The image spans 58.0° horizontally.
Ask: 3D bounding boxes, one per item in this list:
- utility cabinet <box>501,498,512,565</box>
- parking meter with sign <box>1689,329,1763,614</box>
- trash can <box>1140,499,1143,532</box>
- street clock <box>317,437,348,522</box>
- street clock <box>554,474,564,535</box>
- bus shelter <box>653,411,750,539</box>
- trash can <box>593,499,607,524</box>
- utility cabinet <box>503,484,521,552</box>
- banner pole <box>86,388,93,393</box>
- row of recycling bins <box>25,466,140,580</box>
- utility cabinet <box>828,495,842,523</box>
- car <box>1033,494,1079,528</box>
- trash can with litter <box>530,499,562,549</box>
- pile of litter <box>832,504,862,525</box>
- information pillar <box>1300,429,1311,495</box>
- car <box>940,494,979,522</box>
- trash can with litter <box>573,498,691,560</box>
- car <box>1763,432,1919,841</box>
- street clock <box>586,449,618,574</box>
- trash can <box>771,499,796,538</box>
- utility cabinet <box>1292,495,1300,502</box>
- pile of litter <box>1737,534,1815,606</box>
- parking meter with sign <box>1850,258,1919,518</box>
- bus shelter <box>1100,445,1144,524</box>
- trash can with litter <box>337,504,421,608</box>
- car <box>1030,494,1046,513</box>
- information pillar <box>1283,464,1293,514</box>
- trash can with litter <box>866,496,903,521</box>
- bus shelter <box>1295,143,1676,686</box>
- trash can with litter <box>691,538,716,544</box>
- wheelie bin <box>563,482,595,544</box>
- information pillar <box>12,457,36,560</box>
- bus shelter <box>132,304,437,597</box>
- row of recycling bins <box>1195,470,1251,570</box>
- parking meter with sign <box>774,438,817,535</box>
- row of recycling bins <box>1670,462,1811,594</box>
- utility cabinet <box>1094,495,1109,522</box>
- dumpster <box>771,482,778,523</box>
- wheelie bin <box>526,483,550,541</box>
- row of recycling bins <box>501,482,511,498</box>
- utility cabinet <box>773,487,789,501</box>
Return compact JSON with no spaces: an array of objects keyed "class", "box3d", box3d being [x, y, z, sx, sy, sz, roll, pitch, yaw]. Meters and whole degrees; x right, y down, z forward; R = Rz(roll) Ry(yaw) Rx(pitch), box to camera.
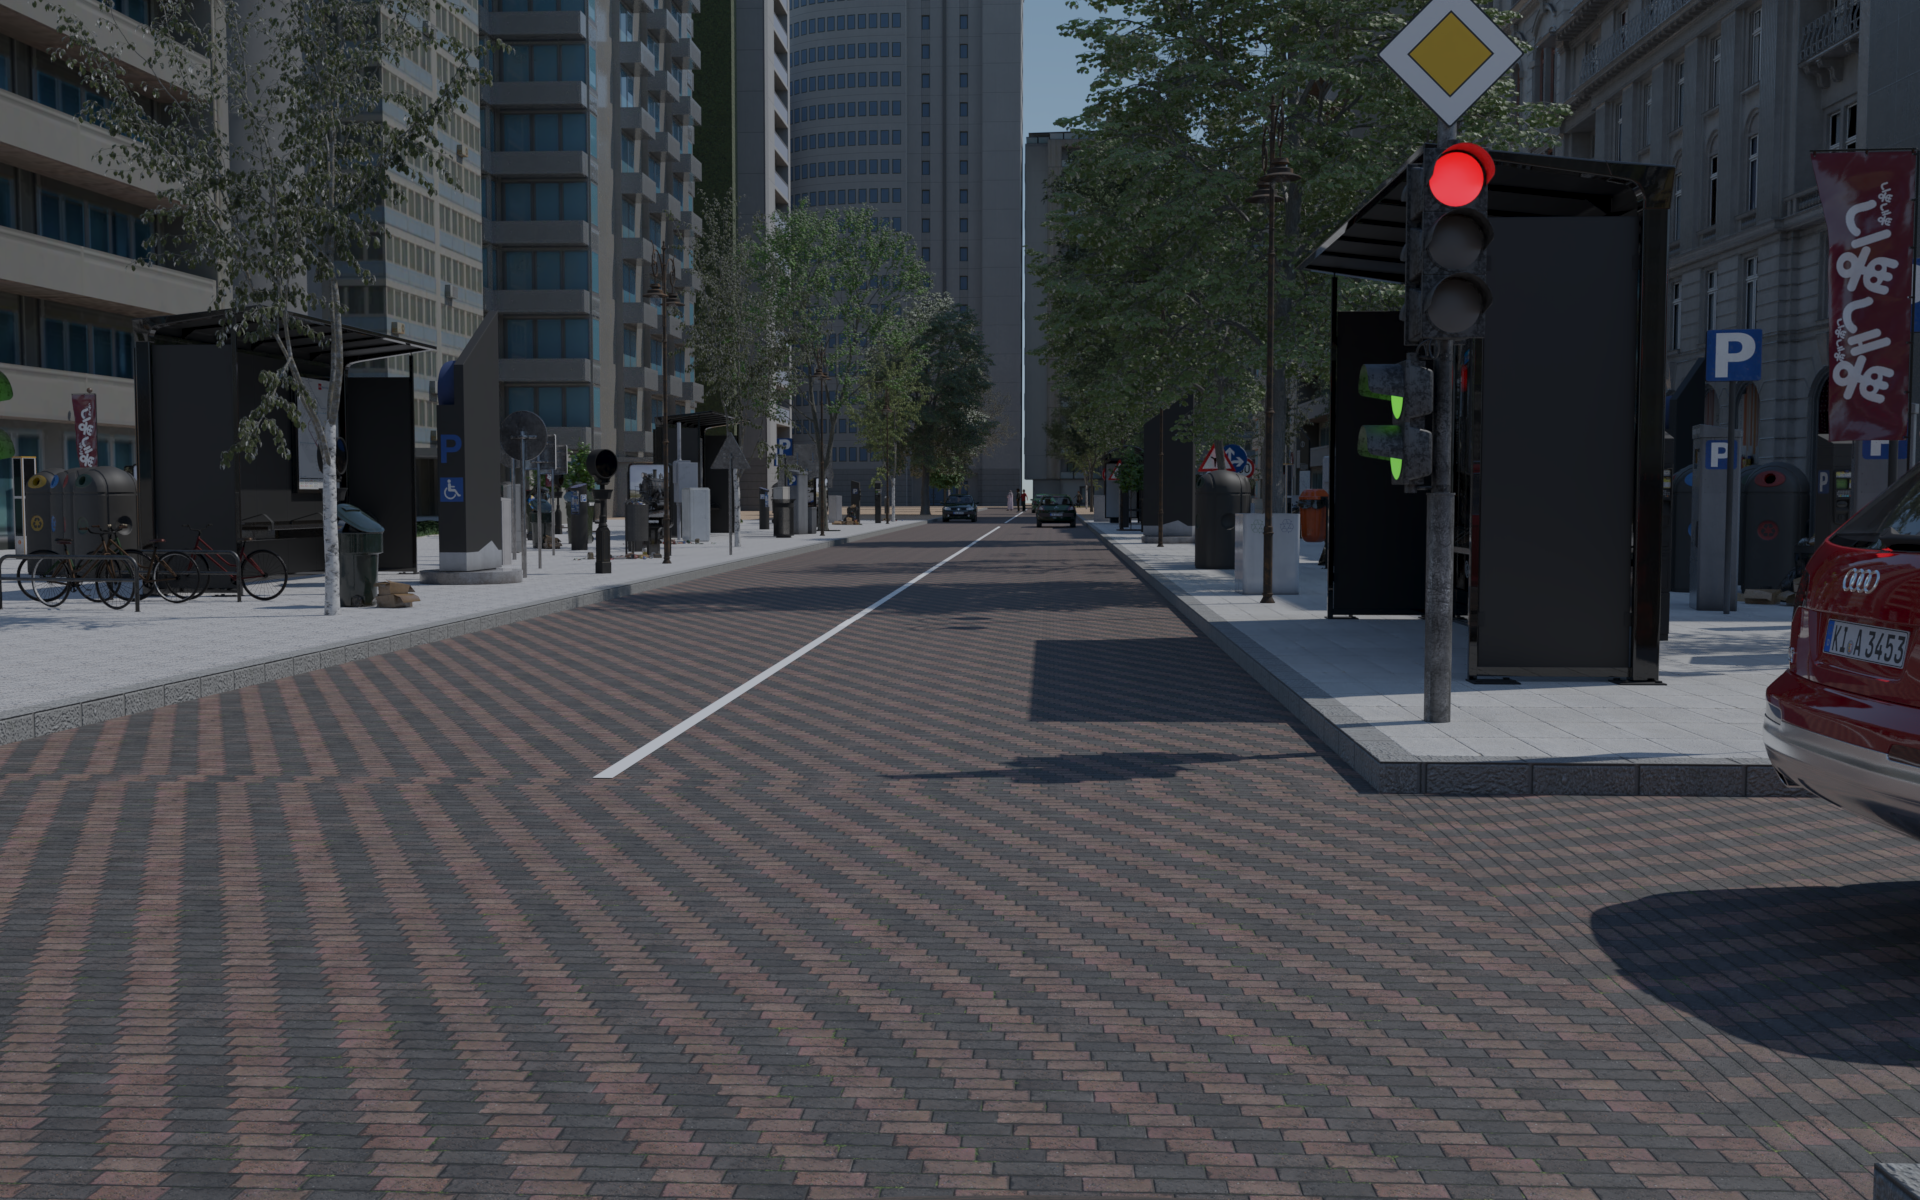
[{"class":"utility cabinet","box3d":[-8.660,-1.246,31.526,1.020,1.237,0.306,2,4,23]},{"class":"parking meter with sign","box3d":[8.411,-1.404,19.209,0.543,3.016,1.738,1,4,16]},{"class":"trash can","box3d":[6.093,-2.673,55.363,0.748,1.137,0.748,0,3,0]},{"class":"street clock","box3d":[-8.001,-1.074,22.125,0.358,2.002,0.471,0,4,0]},{"class":"street clock","box3d":[-12.753,-3.082,54.957,0.358,2.002,0.471,1,4,9]},{"class":"bus shelter","box3d":[-7.665,-3.709,51.931,1.731,3.624,6.357,0,4,3]},{"class":"trash can","box3d":[-15.526,-3.854,74.661,0.748,1.137,0.748,0,3,0]},{"class":"utility cabinet","box3d":[-9.866,-1.801,38.127,0.318,1.500,1.173,-1,4,-18]},{"class":"banner pole","box3d":[-20.450,-3.096,40.631,0.401,3.779,0.863,0,4,-8]},{"class":"row of recycling bins","box3d":[-13.516,-1.200,26.732,1.069,1.692,3.534,-3,5,-41]},{"class":"utility cabinet","box3d":[-5.553,-4.036,77.151,0.306,1.237,1.020,-2,4,-23]},{"class":"car","box3d":[4.184,-4.014,75.422,2.009,1.686,4.222,0,4,3]},{"class":"trash can with litter","box3d":[-9.668,-1.793,40.696,0.624,1.170,1.055,-3,5,-41]},{"class":"pile of litter","box3d":[-4.689,-3.550,72.013,1.176,0.858,1.719,-1,4,-20]},{"class":"information pillar","box3d":[12.320,-4.316,61.918,0.183,3.616,0.504,-2,4,-29]},{"class":"car","box3d":[0.002,-4.859,89.238,2.009,1.686,4.222,0,4,2]},{"class":"trash can with litter","box3d":[-6.809,-1.427,34.397,2.233,1.210,1.678,-3,5,-43]},{"class":"car","box3d":[5.372,0.206,5.299,5.304,1.827,2.281,0,4,4]},{"class":"street clock","box3d":[-5.762,-1.428,27.923,0.358,2.002,0.471,3,5,40]},{"class":"trash can","box3d":[-5.171,-2.392,50.762,0.748,1.137,0.748,0,3,0]},{"class":"utility cabinet","box3d":[15.236,-4.106,78.294,1.020,1.237,0.306,0,4,1]},{"class":"pile of litter","box3d":[9.714,-0.376,20.120,1.176,0.858,1.719,1,4,8]},{"class":"parking meter with sign","box3d":[7.314,-1.066,13.683,0.543,3.016,1.738,2,4,25]},{"class":"bus shelter","box3d":[7.064,-4.906,74.131,2.014,3.302,5.546,0,4,3]},{"class":"trash can with litter","box3d":[-6.655,-0.511,19.744,1.055,1.170,0.624,1,4,18]},{"class":"car","box3d":[6.336,-7.269,130.654,2.131,1.459,4.920,0,4,4]},{"class":"information pillar","box3d":[7.827,-2.286,41.872,0.304,2.012,0.304,3,4,38]},{"class":"trash can with litter","box3d":[-3.518,-4.343,82.063,1.678,1.210,2.233,-1,4,-9]},{"class":"bus shelter","box3d":[4.123,-1.432,14.690,1.731,3.624,6.357,0,4,3]},{"class":"trash can with litter","box3d":[-7.397,-2.038,44.381,2.233,1.210,1.678,0,4,4]},{"class":"wheelie bin","box3d":[-9.848,-2.255,44.776,0.693,1.594,0.980,0,4,2]},{"class":"information pillar","box3d":[-18.365,-1.807,34.037,0.304,2.012,0.304,2,4,28]},{"class":"bus shelter","box3d":[-9.345,-2.040,24.644,1.731,3.624,6.357,0,4,3]},{"class":"row of recycling bins","box3d":[4.722,-1.466,31.082,1.069,1.692,3.534,1,4,9]},{"class":"parking meter with sign","box3d":[-5.127,-3.586,54.892,0.543,3.016,1.738,2,4,23]},{"class":"row of recycling bins","box3d":[10.065,-0.940,22.487,3.534,1.692,1.069,2,4,29]},{"class":"utility cabinet","box3d":[6.689,-4.211,80.009,1.020,1.237,0.306,2,4,35]},{"class":"dumpster","box3d":[-7.595,-4.300,76.068,1.264,1.857,1.865,0,4,3]},{"class":"wheelie bin","box3d":[-11.734,-2.458,48.094,0.693,1.594,0.980,-1,4,-13]},{"class":"row of recycling bins","box3d":[-15.903,-3.125,58.203,3.534,1.692,1.069,3,5,44]},{"class":"utility cabinet","box3d":[-5.403,-2.669,52.316,0.318,1.500,1.173,0,4,4]}]
